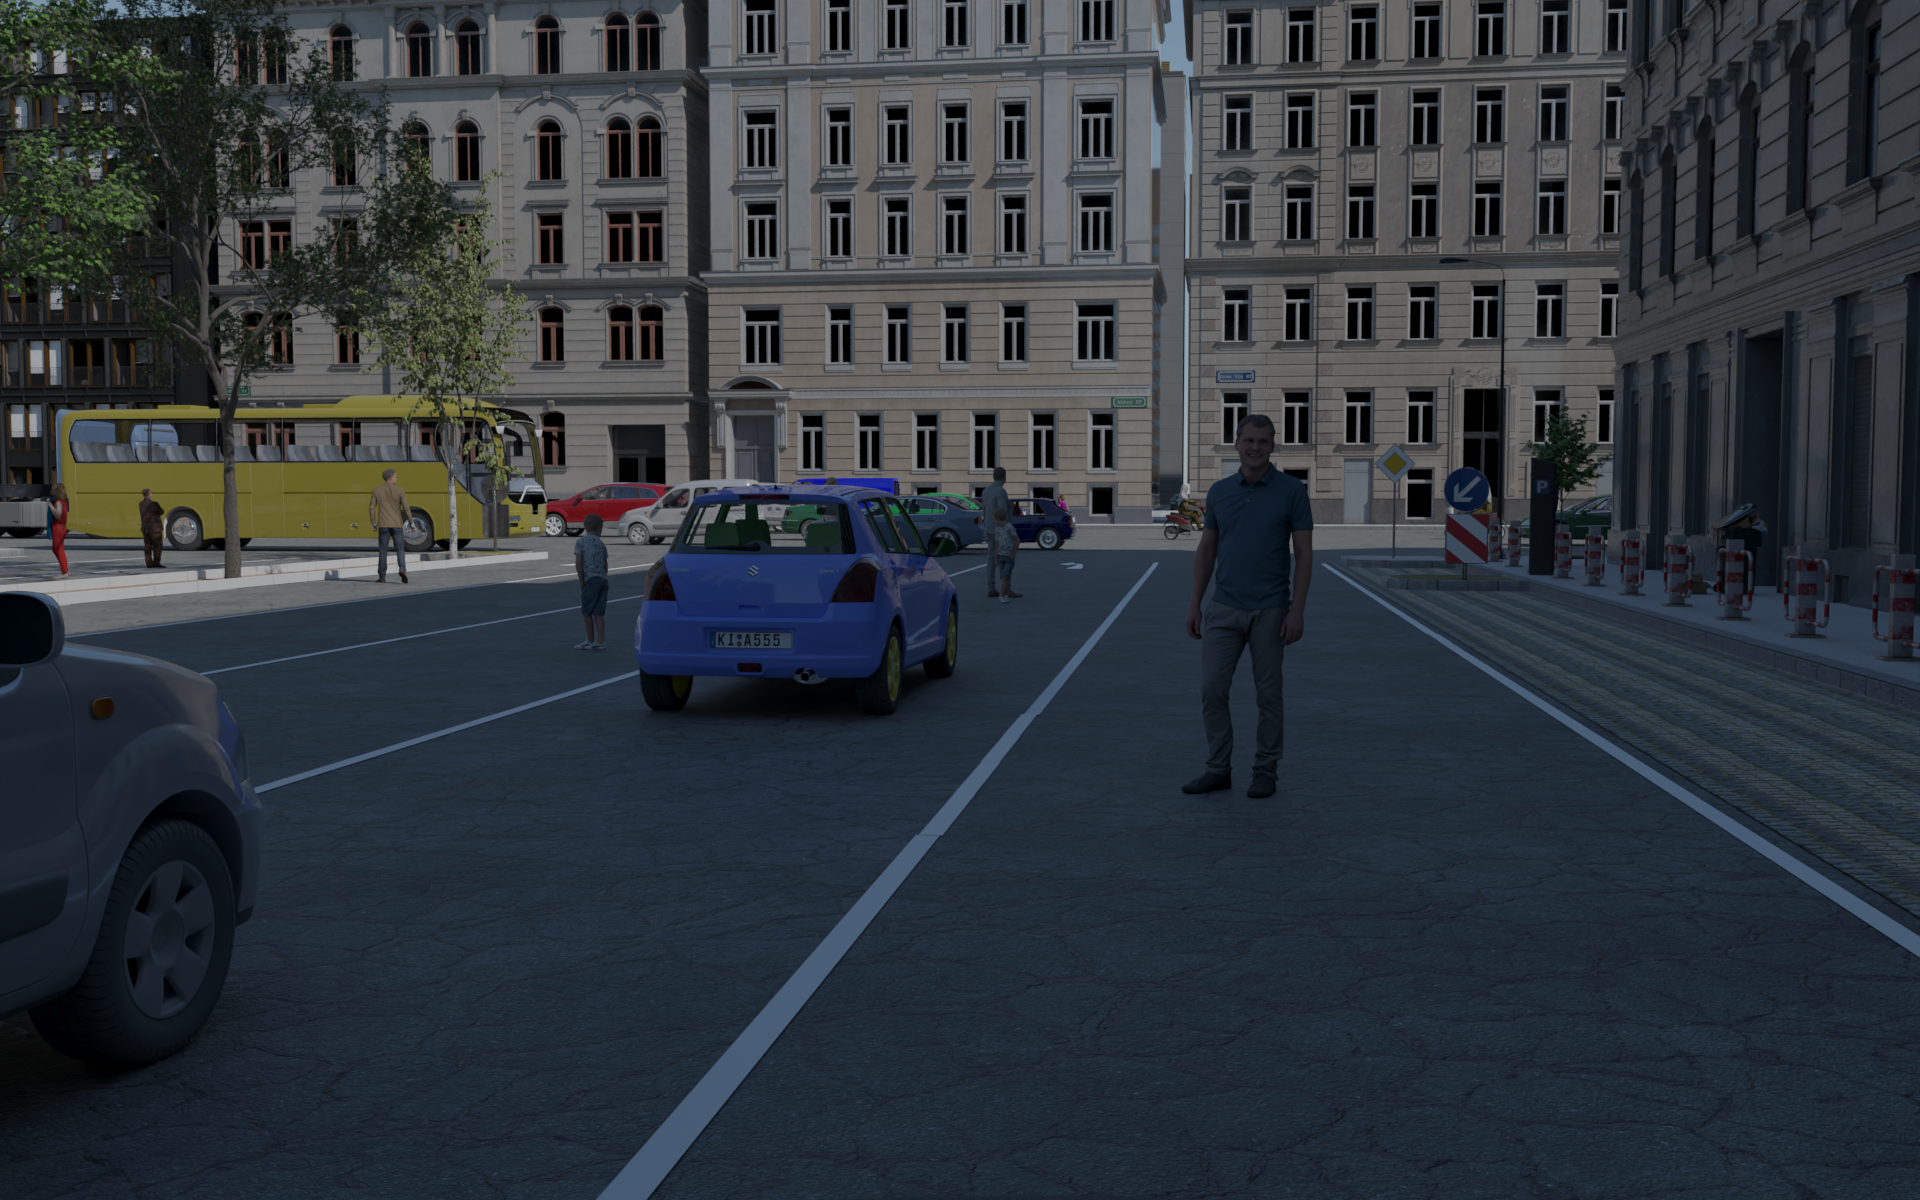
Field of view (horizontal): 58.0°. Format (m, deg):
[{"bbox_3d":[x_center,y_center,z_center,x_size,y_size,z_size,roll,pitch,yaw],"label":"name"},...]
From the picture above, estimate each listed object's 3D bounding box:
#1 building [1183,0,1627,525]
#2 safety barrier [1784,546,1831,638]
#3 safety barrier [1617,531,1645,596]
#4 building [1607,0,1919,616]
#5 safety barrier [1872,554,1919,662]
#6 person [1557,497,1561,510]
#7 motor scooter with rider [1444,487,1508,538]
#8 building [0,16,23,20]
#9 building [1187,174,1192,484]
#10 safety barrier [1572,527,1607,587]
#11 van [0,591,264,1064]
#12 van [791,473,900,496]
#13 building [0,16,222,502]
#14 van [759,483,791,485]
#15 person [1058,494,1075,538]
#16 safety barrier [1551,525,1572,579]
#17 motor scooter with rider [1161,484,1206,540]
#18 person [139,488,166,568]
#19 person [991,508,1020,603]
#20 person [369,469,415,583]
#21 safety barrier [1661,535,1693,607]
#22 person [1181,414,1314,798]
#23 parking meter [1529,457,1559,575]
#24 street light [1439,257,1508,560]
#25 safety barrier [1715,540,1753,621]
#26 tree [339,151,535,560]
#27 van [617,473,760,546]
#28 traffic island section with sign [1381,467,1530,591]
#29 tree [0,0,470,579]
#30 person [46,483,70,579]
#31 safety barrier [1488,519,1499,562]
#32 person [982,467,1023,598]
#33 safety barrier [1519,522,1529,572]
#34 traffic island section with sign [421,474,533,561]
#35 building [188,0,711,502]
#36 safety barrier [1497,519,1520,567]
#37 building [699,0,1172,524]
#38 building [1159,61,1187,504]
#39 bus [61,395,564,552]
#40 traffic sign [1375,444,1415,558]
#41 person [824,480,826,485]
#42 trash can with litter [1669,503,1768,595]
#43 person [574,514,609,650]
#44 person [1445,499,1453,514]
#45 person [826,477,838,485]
[{"bbox_3d":[22.480,-17.079,76.499,25.104,27.353,12.463,1,4,8],"label":"building"},{"bbox_3d":[7.558,-0.073,15.468,0.300,0.817,1.120,1,4,8],"label":"safety barrier"},{"bbox_3d":[8.507,-0.468,21.921,0.300,0.817,1.120,1,4,8],"label":"safety barrier"},{"bbox_3d":[15.358,-10.574,22.044,9.793,20.994,18.267,1,4,8],"label":"building"},{"bbox_3d":[7.243,0.058,13.319,0.300,0.817,1.120,1,4,8],"label":"safety barrier"},{"bbox_3d":[18.660,-2.788,54.355,0.850,1.792,0.678,2,4,27],"label":"person"},{"bbox_3d":[16.281,-2.789,54.568,1.986,1.779,0.876,0,4,8],"label":"motor scooter with rider"},{"bbox_3d":[-64.808,-19.018,88.433,29.804,29.767,11.434,1,4,8],"label":"building"},{"bbox_3d":[38.232,-35.764,234.851,14.200,45.320,14.600,1,4,8],"label":"building"},{"bbox_3d":[8.824,-0.600,24.082,0.300,0.817,1.120,1,4,8],"label":"safety barrier"},{"bbox_3d":[-2.974,0.233,3.209,2.013,2.044,4.112,0,4,8],"label":"van"},{"bbox_3d":[-4.864,-3.736,65.466,5.245,2.365,2.240,0,4,6],"label":"van"},{"bbox_3d":[-42.229,-15.636,85.331,15.834,23.373,12.332,1,4,8],"label":"building"},{"bbox_3d":[-6.349,-3.419,62.909,4.112,2.044,2.013,1,4,9],"label":"van"},{"bbox_3d":[3.330,-2.576,53.846,0.776,1.435,0.726,3,4,36],"label":"person"},{"bbox_3d":[9.140,-0.732,26.239,0.300,0.817,1.120,1,4,8],"label":"safety barrier"},{"bbox_3d":[7.265,-2.761,54.102,1.986,1.779,0.876,1,4,10],"label":"motor scooter with rider"},{"bbox_3d":[-15.646,-1.391,33.513,0.482,1.546,0.388,1,4,21],"label":"person"},{"bbox_3d":[0.597,-0.589,22.810,0.352,1.250,0.332,-1,4,-13],"label":"person"},{"bbox_3d":[-9.133,-1.192,27.892,0.656,1.842,0.836,-3,5,-44],"label":"person"},{"bbox_3d":[8.192,-0.336,19.764,0.300,0.817,1.120,1,4,8],"label":"safety barrier"},{"bbox_3d":[1.357,0.023,8.254,0.598,1.807,0.434,3,5,41],"label":"person"},{"bbox_3d":[9.240,-1.327,27.405,0.399,1.863,0.255,2,4,30],"label":"parking meter"},{"bbox_3d":[10.080,-3.760,34.022,1.470,5.913,1.316,1,4,8],"label":"street light"},{"bbox_3d":[7.876,-0.204,17.616,0.300,0.817,1.120,1,4,8],"label":"safety barrier"},{"bbox_3d":[-10.585,-5.071,35.735,4.737,8.622,4.395,0,3,0],"label":"tree"},{"bbox_3d":[-7.575,-2.554,48.774,4.112,2.044,2.013,1,4,8],"label":"van"},{"bbox_3d":[7.505,-1.089,26.433,1.989,1.847,2.006,1,4,8],"label":"traffic island section with sign"},{"bbox_3d":[-11.762,-5.587,28.219,8.767,10.594,7.601,1,4,8],"label":"tree"},{"bbox_3d":[-15.291,-1.170,29.337,0.444,1.614,0.593,0,4,8],"label":"person"},{"bbox_3d":[10.090,-1.126,32.688,0.300,0.817,1.120,1,4,8],"label":"safety barrier"},{"bbox_3d":[0.536,-0.947,24.089,0.391,1.810,0.635,-3,5,-39],"label":"person"},{"bbox_3d":[9.457,-0.863,28.387,0.300,0.817,1.120,1,4,8],"label":"safety barrier"},{"bbox_3d":[-10.378,-1.811,37.743,2.006,1.907,1.989,1,4,8],"label":"traffic island section with sign"},{"bbox_3d":[-22.143,-18.114,83.559,23.554,28.519,14.401,1,4,8],"label":"building"},{"bbox_3d":[9.775,-0.995,30.539,0.300,0.817,1.120,1,4,8],"label":"safety barrier"},{"bbox_3d":[-0.572,-17.997,80.163,20.117,28.700,13.634,1,4,8],"label":"building"},{"bbox_3d":[17.144,-42.749,240.951,28.212,58.520,21.231,1,4,8],"label":"building"},{"bbox_3d":[-16.421,-3.207,43.974,12.252,3.916,2.896,0,4,8],"label":"bus"},{"bbox_3d":[8.683,-1.895,34.633,0.795,2.450,0.064,1,4,8],"label":"traffic sign"},{"bbox_3d":[-2.698,-1.602,35.404,0.504,1.737,0.576,-2,4,-27],"label":"person"},{"bbox_3d":[9.692,-0.657,22.129,1.055,1.170,0.624,0,4,5],"label":"trash can with litter"},{"bbox_3d":[-3.397,-0.168,15.926,0.332,1.250,0.352,0,4,-5],"label":"person"},{"bbox_3d":[17.920,-3.313,63.221,0.362,1.759,0.519,0,4,1],"label":"person"},{"bbox_3d":[-2.352,-1.355,31.334,0.731,1.740,0.598,3,5,42],"label":"person"}]
